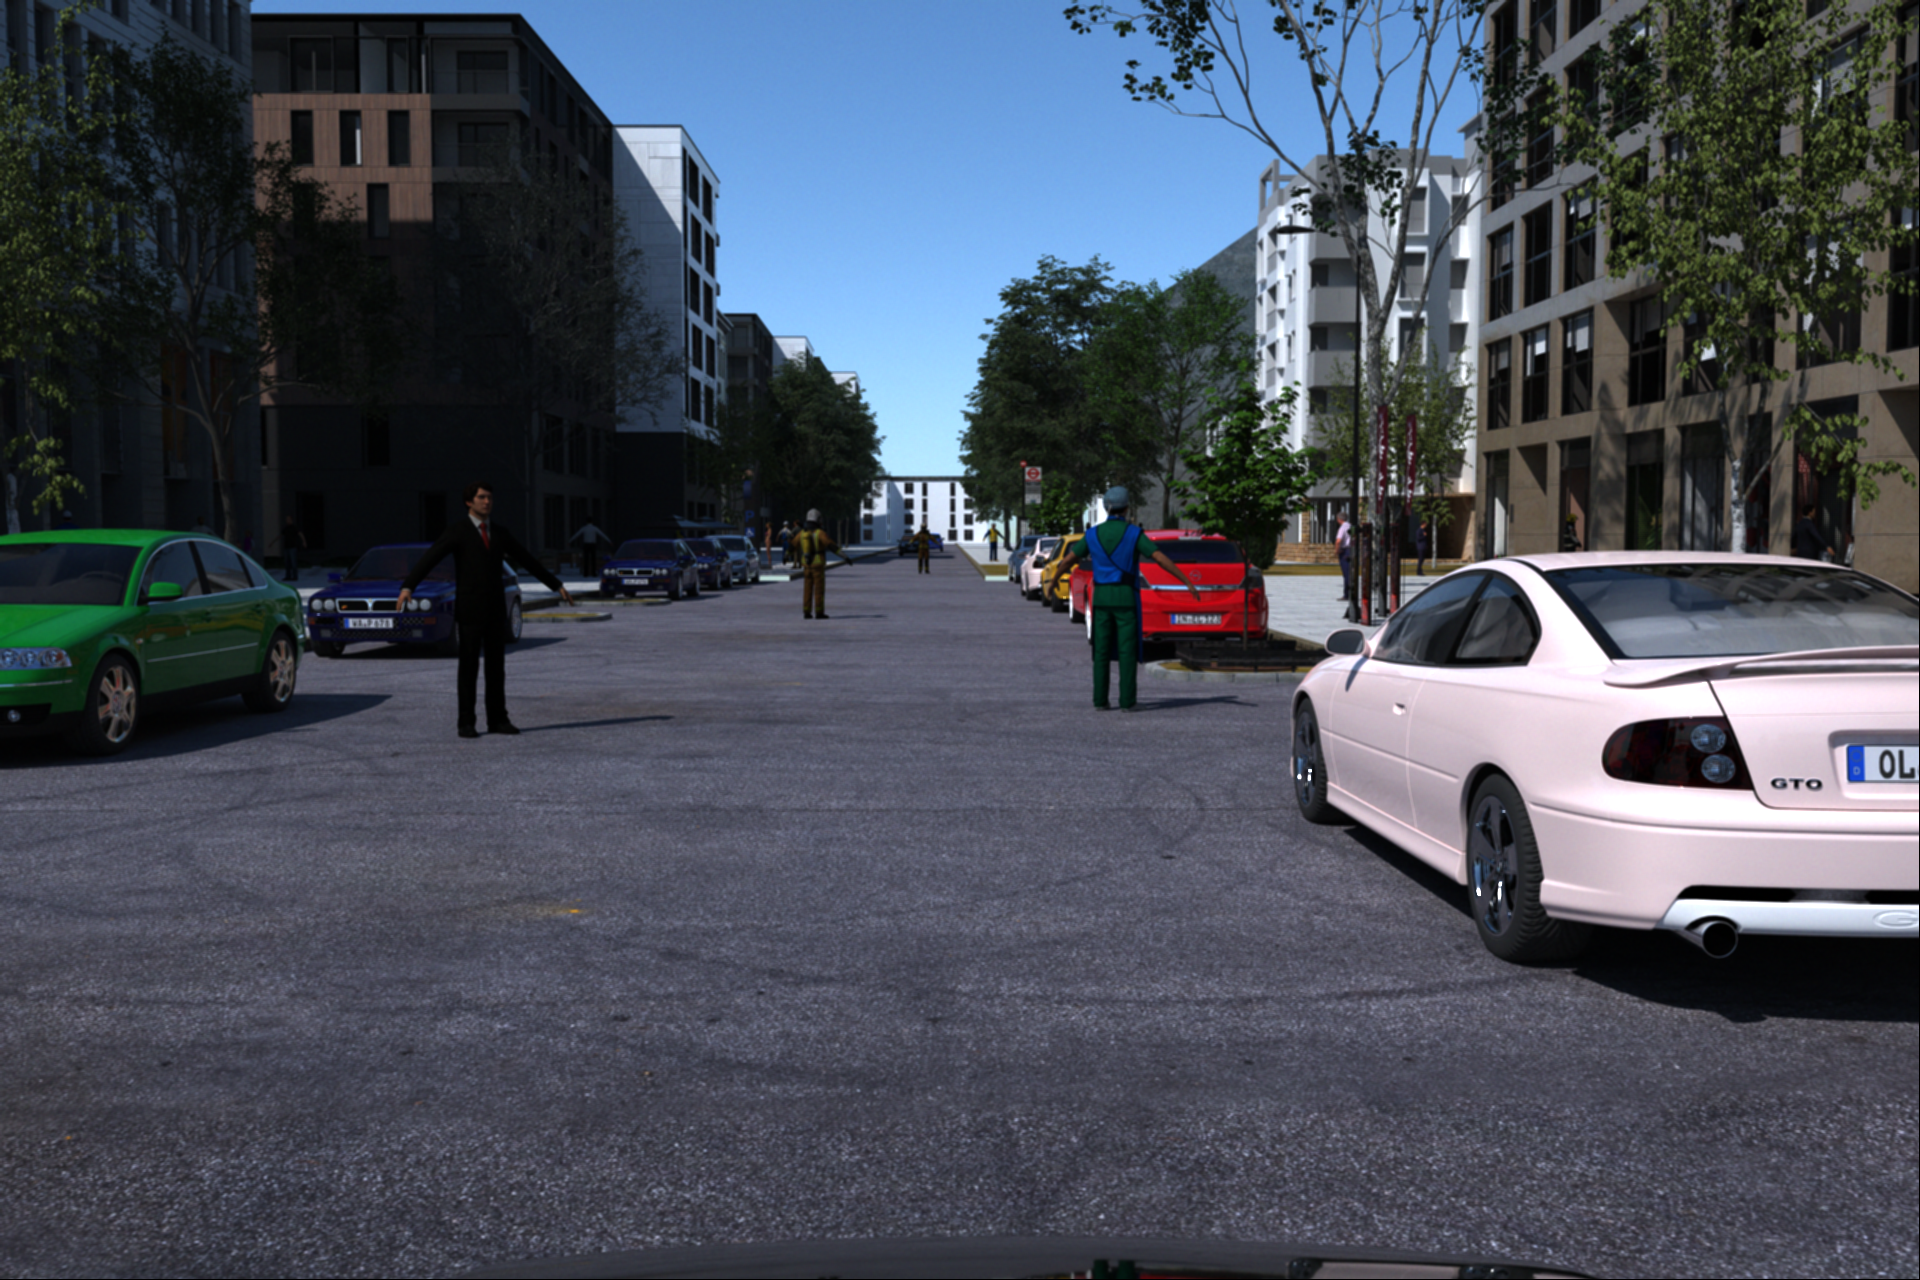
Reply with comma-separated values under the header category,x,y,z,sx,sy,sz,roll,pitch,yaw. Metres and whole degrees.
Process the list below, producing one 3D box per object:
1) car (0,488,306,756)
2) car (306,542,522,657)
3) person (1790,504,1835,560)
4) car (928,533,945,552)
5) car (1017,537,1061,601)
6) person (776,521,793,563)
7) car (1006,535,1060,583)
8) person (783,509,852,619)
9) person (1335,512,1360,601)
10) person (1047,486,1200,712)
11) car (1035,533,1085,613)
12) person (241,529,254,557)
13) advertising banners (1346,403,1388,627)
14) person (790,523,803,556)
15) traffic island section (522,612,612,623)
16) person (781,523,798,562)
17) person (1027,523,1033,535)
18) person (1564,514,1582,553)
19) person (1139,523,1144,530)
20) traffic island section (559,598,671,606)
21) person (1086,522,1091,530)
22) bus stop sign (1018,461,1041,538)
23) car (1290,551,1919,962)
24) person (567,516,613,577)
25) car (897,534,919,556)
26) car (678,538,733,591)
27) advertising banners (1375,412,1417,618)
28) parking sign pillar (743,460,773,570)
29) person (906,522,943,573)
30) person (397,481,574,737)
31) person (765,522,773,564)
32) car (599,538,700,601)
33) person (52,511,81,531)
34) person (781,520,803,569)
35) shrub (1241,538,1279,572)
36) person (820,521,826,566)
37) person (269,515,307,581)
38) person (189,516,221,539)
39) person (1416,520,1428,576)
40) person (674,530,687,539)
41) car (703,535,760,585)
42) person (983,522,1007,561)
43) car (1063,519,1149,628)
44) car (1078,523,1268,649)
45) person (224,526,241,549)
category,x,y,z,sx,sy,sz,roll,pitch,yaw
car,-6.336,-0.231,12.580,1.959,1.807,4.718,0,4,0
car,-6.676,-0.543,21.464,1.945,1.354,3.894,0,3,0
person,15.414,-1.554,31.464,0.704,1.823,1.345,0,4,-3
car,-2.210,-8.025,140.799,1.945,1.707,3.694,0,4,-1
car,2.342,-1.610,38.692,2.083,1.381,4.827,0,4,0
person,-7.699,-4.347,76.928,1.347,1.847,0.705,3,4,36
car,2.399,-2.417,51.518,2.014,1.417,4.499,0,4,-2
person,-2.451,-1.286,29.253,1.354,1.858,0.705,2,4,27
person,7.381,-1.610,33.306,0.756,1.711,0.436,-3,4,-36
person,1.283,-0.334,14.040,1.347,1.817,0.704,2,4,29
car,2.482,-1.395,33.026,2.015,1.641,3.980,0,4,-1
person,-22.357,-2.750,54.225,0.991,1.433,0.599,3,4,39
advertising banners,5.698,-1.716,24.247,0.090,3.025,2.074,0,4,0
person,-8.198,-5.028,88.345,1.345,1.843,0.704,3,5,42
traffic island section,-6.886,-0.367,28.868,1.991,0.108,1.994,0,4,-1
person,-7.491,-4.419,78.473,1.346,1.802,0.704,1,4,12
person,3.486,-4.812,84.858,0.705,1.806,1.347,1,4,19
person,17.267,-2.637,48.880,0.704,1.858,1.351,0,4,6
person,8.445,-4.573,80.898,1.346,1.812,0.704,1,4,22
traffic island section,-6.959,-0.761,35.306,1.991,0.108,1.994,0,4,1
person,6.270,-4.834,84.823,0.705,1.856,1.354,3,5,39
bus stop sign,2.519,-4.535,62.854,0.855,3.939,0.416,0,4,-1
car,2.678,0.316,7.201,2.083,1.381,4.827,0,4,-2
person,-11.006,-2.773,51.500,1.344,1.810,0.704,-1,4,-11
car,-3.206,-6.491,115.914,2.009,1.686,4.222,0,4,-1
car,-6.949,-1.980,44.954,1.945,1.354,3.894,0,4,0
advertising banners,6.544,-1.824,26.012,0.090,3.025,2.074,0,4,0
parking sign pillar,-7.524,-4.541,62.713,1.447,3.967,1.447,0,4,1
person,-1.313,-3.349,62.983,1.354,1.858,0.705,-1,4,-15
person,-3.397,-0.226,12.336,1.347,1.806,0.705,-3,5,-42
person,-7.468,-3.679,66.956,0.721,1.733,1.217,0,4,-7
car,-6.864,-1.584,38.475,1.945,1.354,3.894,0,3,0
person,-21.569,-2.202,41.888,1.347,1.842,0.705,-2,4,-31
person,-6.001,-3.509,63.637,0.705,1.796,1.348,3,5,42
shrub,9.564,-3.209,56.502,1.661,2.075,1.752,0,3,0
person,-5.639,-3.907,70.002,0.705,1.813,1.348,2,4,26
person,-18.394,-2.526,47.523,1.348,1.803,0.705,2,4,25
person,-22.594,-2.785,51.618,1.344,1.819,0.704,-3,4,-38
person,14.132,-2.815,52.995,0.541,1.710,0.530,-3,4,-38
person,-11.970,-4.164,74.537,0.721,1.772,1.216,-3,5,-39
car,-6.814,-2.326,50.038,2.014,1.417,4.499,0,3,0
person,1.599,-4.624,81.564,1.349,1.833,0.705,-2,4,-33
car,2.693,-1.074,26.608,2.155,1.783,4.494,0,4,-1
car,2.556,-0.737,21.092,2.155,1.783,4.494,0,4,-1
person,-18.736,-2.355,44.618,0.704,1.816,1.345,-2,4,-31
